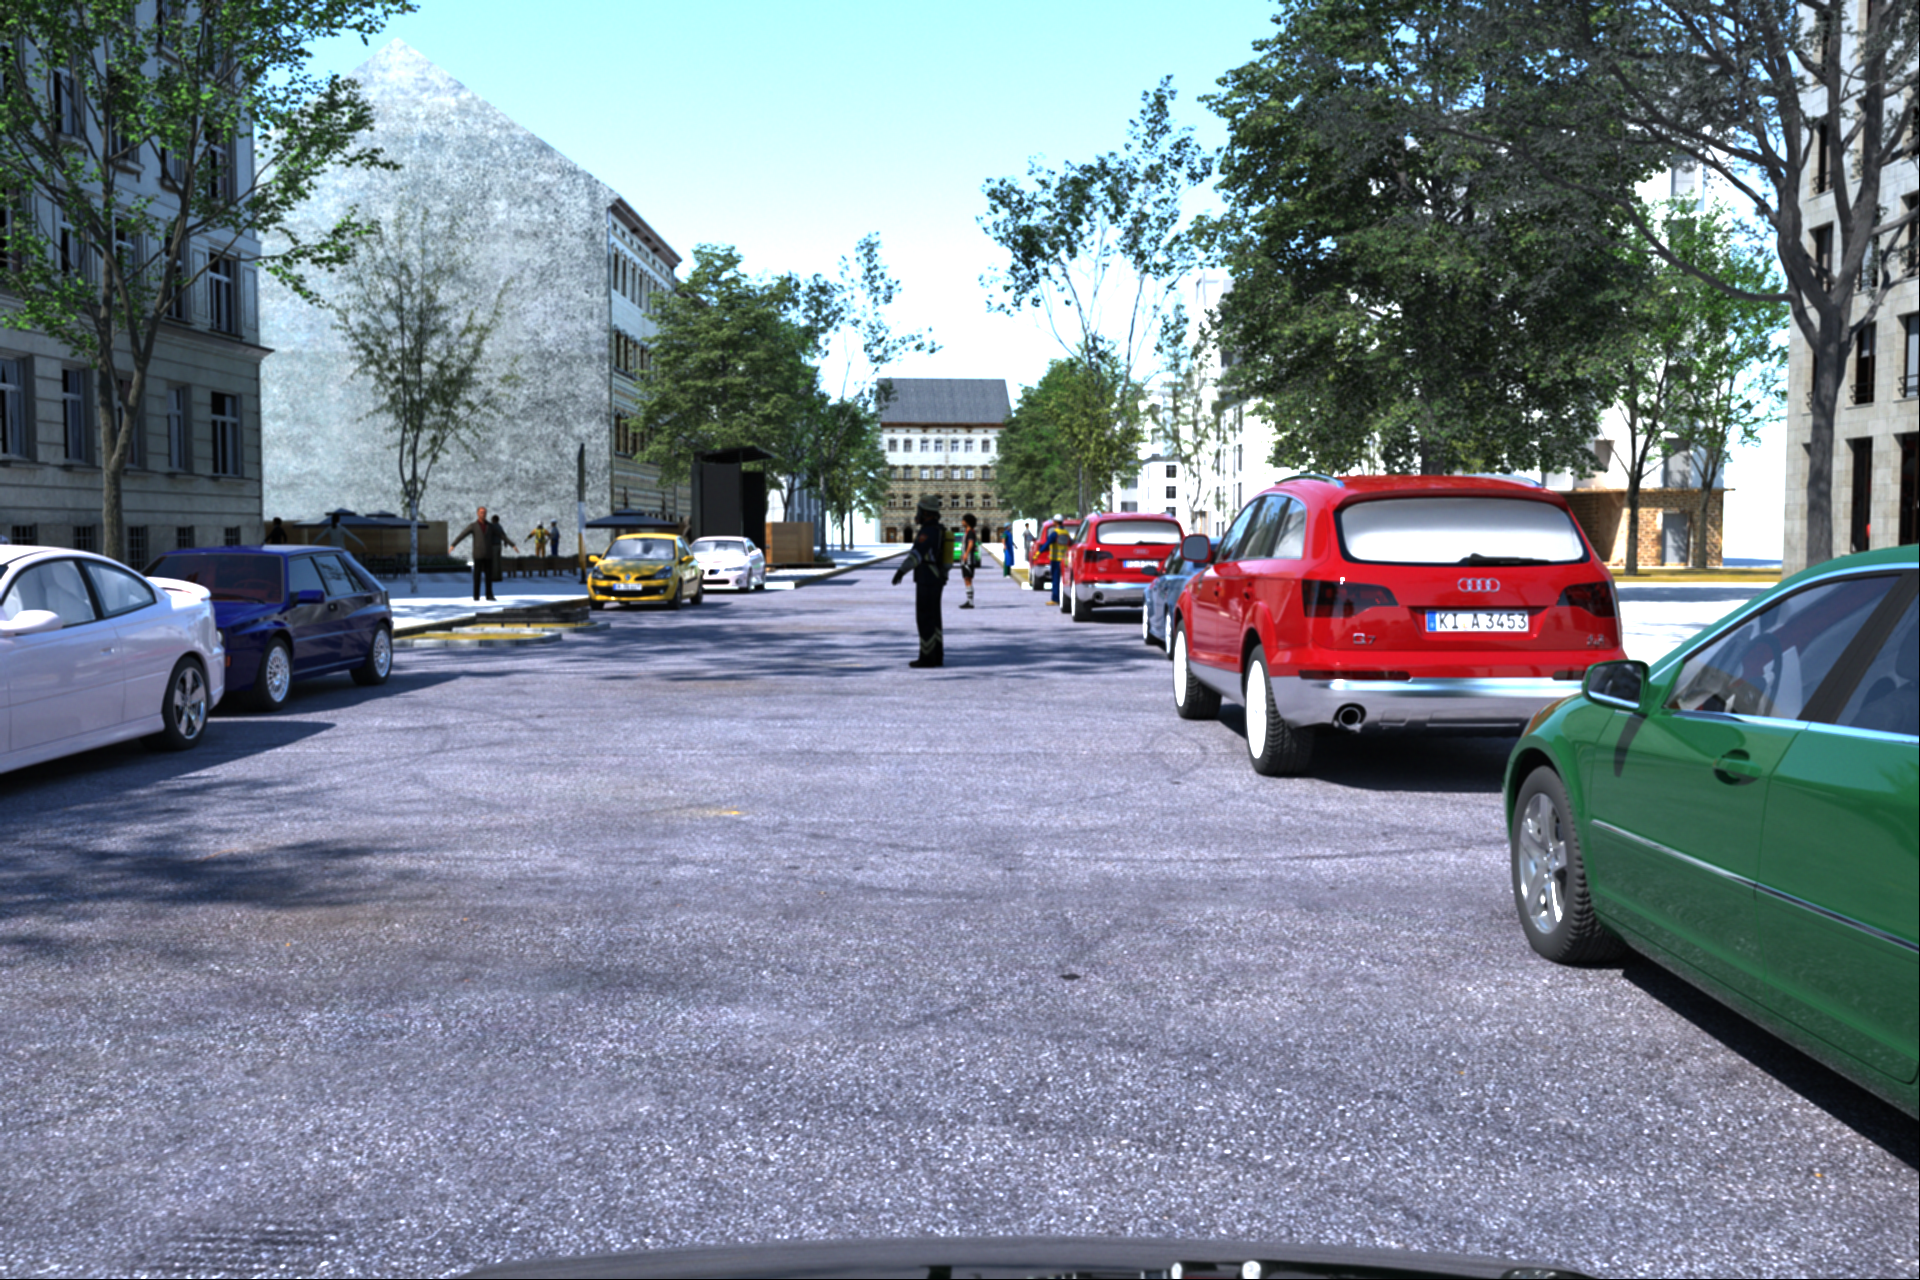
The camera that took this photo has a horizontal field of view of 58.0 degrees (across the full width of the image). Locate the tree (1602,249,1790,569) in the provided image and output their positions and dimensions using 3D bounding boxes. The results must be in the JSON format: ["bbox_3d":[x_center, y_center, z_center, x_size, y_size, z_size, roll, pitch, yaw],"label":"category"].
[{"bbox_3d":[27.309,-8.395,63.011,9.928,11.665,9.643,0,3,0],"label":"tree"}]

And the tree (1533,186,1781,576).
[{"bbox_3d":[20.607,-7.759,52.612,9.928,11.665,9.643,0,3,0],"label":"tree"}]

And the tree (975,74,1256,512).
[{"bbox_3d":[6.540,-13.303,73.396,12.611,20.169,13.585,0,3,0],"label":"tree"}]

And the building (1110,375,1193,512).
[{"bbox_3d":[23.585,-21.866,213.933,16.016,20.090,11.380,0,3,0],"label":"building"}]

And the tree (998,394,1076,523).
[{"bbox_3d":[6.379,-13.505,138.925,7.486,12.596,7.792,0,3,0],"label":"tree"}]

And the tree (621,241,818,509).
[{"bbox_3d":[-9.407,-9.182,68.250,7.486,12.596,7.792,0,3,0],"label":"tree"}]

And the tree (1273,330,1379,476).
[{"bbox_3d":[13.361,-6.789,61.367,4.737,8.622,4.395,0,3,0],"label":"tree"}]

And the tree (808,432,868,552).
[{"bbox_3d":[-8.735,-10.478,121.685,4.737,8.622,4.395,0,3,0],"label":"tree"}]

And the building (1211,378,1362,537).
[{"bbox_3d":[20.739,-9.534,98.020,9.099,9.664,28.070,0,3,0],"label":"building"}]

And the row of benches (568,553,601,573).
[{"bbox_3d":[-11.036,-2.566,57.418,4.104,0.672,1.422,-2,4,-24],"label":"row of benches"}]

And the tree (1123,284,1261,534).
[{"bbox_3d":[6.934,-6.173,51.287,4.360,8.622,3.978,0,3,0],"label":"tree"}]

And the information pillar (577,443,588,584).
[{"bbox_3d":[-9.700,-3.247,44.437,0.183,3.616,0.504,0,3,0],"label":"information pillar"}]

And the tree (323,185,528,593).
[{"bbox_3d":[-12.114,-5.327,37.463,4.360,8.622,3.978,0,3,0],"label":"tree"}]

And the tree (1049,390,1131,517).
[{"bbox_3d":[6.302,-8.503,89.391,4.360,8.622,3.978,0,3,0],"label":"tree"}]

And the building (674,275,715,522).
[{"bbox_3d":[-26.251,-16.881,106.935,19.493,23.208,18.063,0,4,1],"label":"building"}]

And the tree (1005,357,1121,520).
[{"bbox_3d":[6.740,-11.851,111.894,7.486,12.596,7.792,0,3,0],"label":"tree"}]

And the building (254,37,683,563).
[{"bbox_3d":[-24.908,-15.618,86.279,19.493,23.208,18.063,0,4,0],"label":"building"}]

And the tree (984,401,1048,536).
[{"bbox_3d":[6.832,-14.981,151.597,9.857,13.997,8.962,0,3,0],"label":"tree"}]

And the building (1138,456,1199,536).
[{"bbox_3d":[25.038,-14.927,186.199,9.099,9.664,28.070,0,4,0],"label":"building"}]

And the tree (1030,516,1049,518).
[{"bbox_3d":[11.901,-18.861,242.788,7.601,10.594,8.767,0,4,-3],"label":"tree"}]

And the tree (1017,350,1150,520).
[{"bbox_3d":[7.087,-10.596,98.992,9.928,11.665,9.643,0,3,0],"label":"tree"}]

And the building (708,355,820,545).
[{"bbox_3d":[-24.474,-19.141,179.421,16.747,18.905,31.486,0,4,1],"label":"building"}]

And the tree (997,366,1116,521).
[{"bbox_3d":[6.885,-13.498,127.350,9.857,13.997,8.962,0,3,0],"label":"tree"}]

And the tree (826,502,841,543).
[{"bbox_3d":[-16.924,-17.946,243.780,4.360,8.622,3.978,0,3,0],"label":"tree"}]

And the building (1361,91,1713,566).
[{"bbox_3d":[24.104,-13.700,80.423,16.016,20.090,11.380,0,4,0],"label":"building"}]

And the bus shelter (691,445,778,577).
[{"bbox_3d":[-6.303,-3.526,48.928,1.731,3.624,6.357,0,4,0],"label":"bus shelter"}]

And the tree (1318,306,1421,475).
[{"bbox_3d":[12.985,-6.388,54.801,4.360,8.622,3.978,0,3,0],"label":"tree"}]

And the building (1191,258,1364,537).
[{"bbox_3d":[22.053,-16.471,125.728,16.016,20.090,11.380,0,4,0],"label":"building"}]

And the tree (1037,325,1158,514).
[{"bbox_3d":[4.935,-6.827,61.977,4.737,8.622,4.395,0,3,0],"label":"tree"}]

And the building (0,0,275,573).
[{"bbox_3d":[-28.381,-12.555,37.302,16.112,23.069,30.059,0,4,1],"label":"building"}]

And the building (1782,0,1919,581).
[{"bbox_3d":[24.953,-10.936,32.688,10.420,20.400,16.860,0,4,0],"label":"building"}]

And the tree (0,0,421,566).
[{"bbox_3d":[-12.025,-6.053,24.717,9.928,11.665,9.643,0,3,0],"label":"tree"}]

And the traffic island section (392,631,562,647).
[{"bbox_3d":[-6.388,-0.006,22.959,1.991,0.108,1.994,0,4,1],"label":"traffic island section"}]

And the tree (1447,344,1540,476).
[{"bbox_3d":[19.179,-6.976,64.415,4.737,8.622,4.395,0,3,0],"label":"tree"}]

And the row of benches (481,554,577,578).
[{"bbox_3d":[-12.961,-2.215,51.680,1.422,0.672,4.104,2,4,25],"label":"row of benches"}]

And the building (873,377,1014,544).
[{"bbox_3d":[-2.625,-24.993,242.022,18.063,23.208,19.493,0,4,-5],"label":"building"}]
